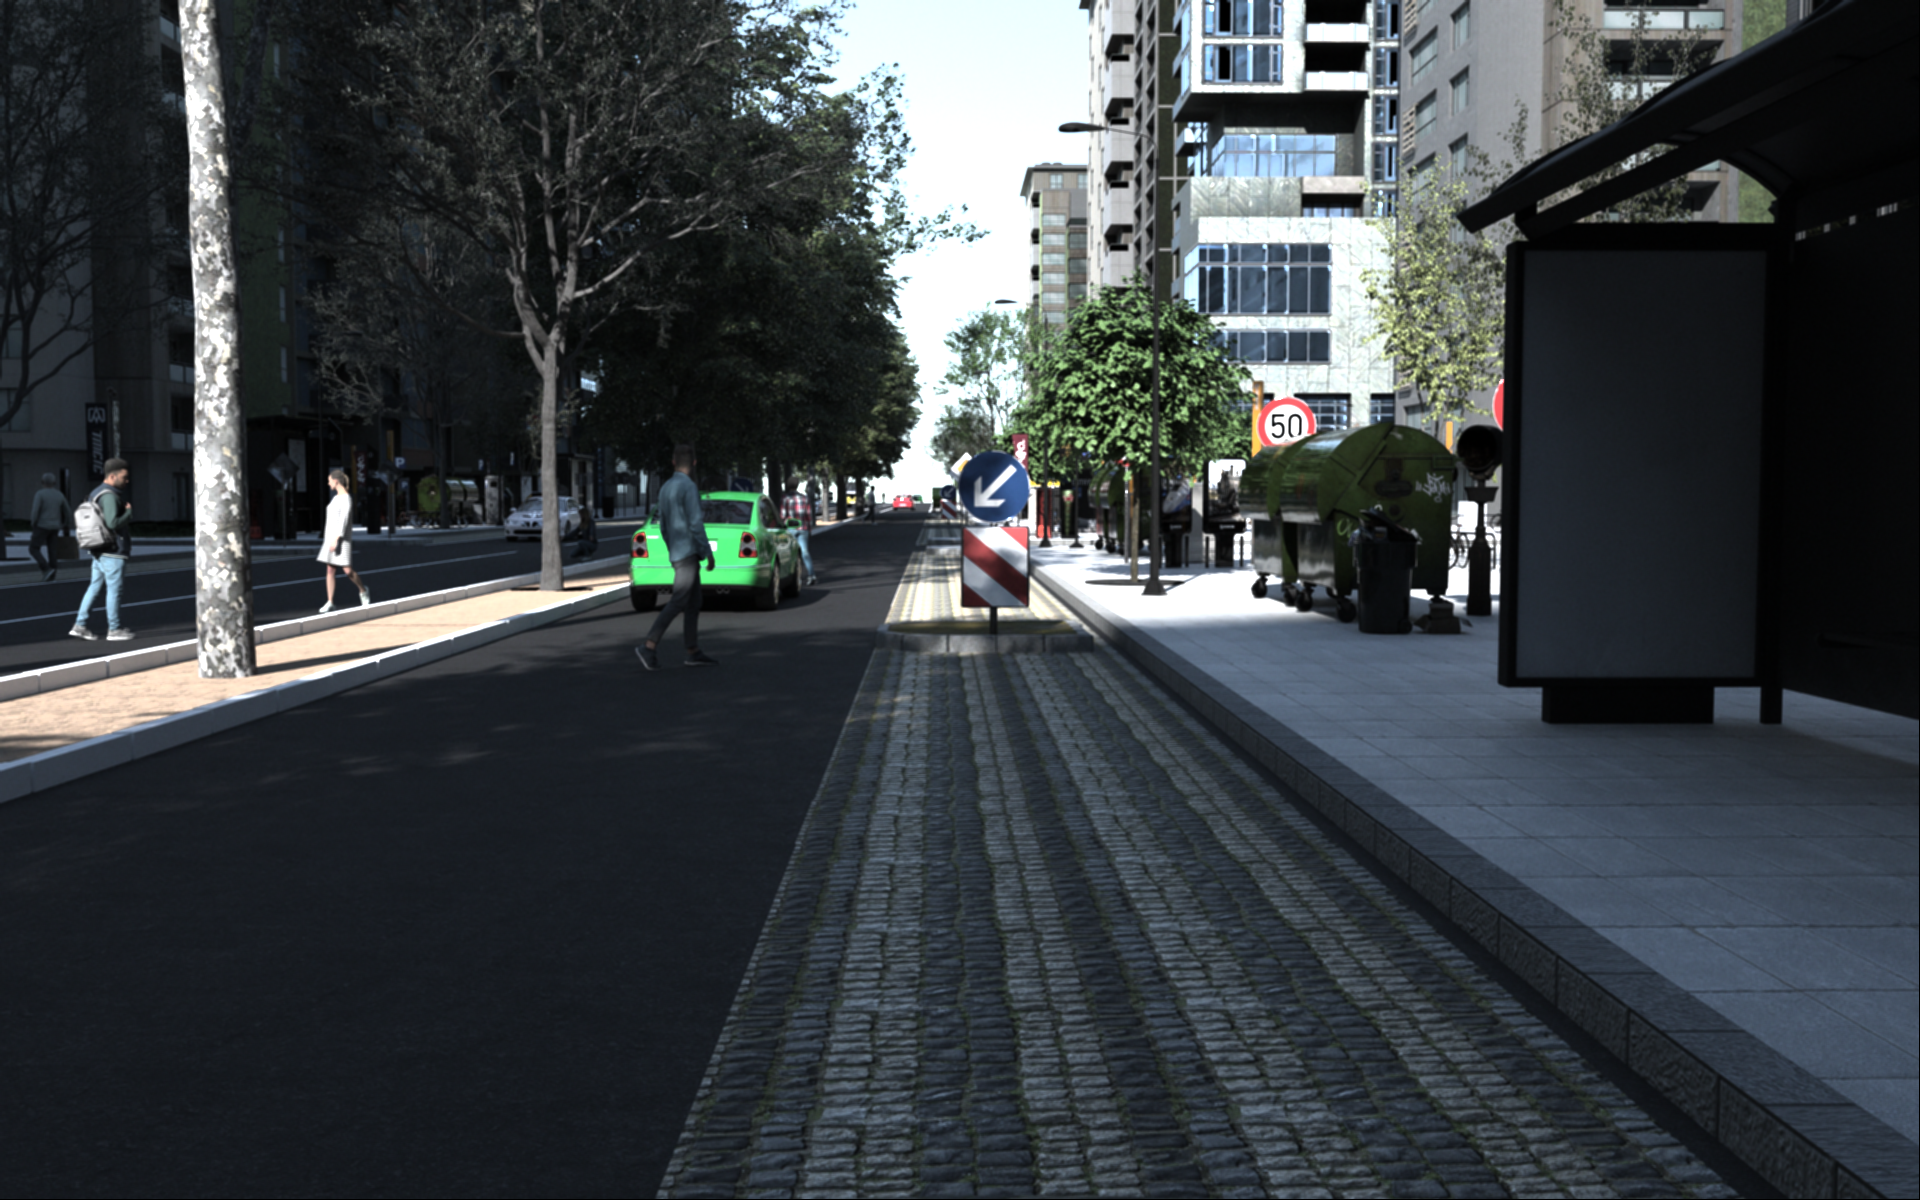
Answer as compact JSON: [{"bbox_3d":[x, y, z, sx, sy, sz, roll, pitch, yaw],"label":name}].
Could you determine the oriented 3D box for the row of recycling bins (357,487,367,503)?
[{"bbox_3d":[-29.273,-4.471,80.209,3.534,1.692,1.069,-1,4,-15],"label":"row of recycling bins"}]

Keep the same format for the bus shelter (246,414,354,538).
[{"bbox_3d":[-20.811,-3.846,54.164,1.731,3.624,6.357,0,4,-1],"label":"bus shelter"}]

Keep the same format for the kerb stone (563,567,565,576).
[{"bbox_3d":[-6.897,-0.436,29.328,0.120,0.150,1.000,0,4,-1],"label":"kerb stone"}]

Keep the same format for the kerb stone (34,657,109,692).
[{"bbox_3d":[-6.673,0.566,12.934,0.120,0.150,1.000,0,4,-1],"label":"kerb stone"}]

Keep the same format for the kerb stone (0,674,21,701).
[{"bbox_3d":[-6.656,0.633,11.911,0.120,0.150,1.000,0,4,-1],"label":"kerb stone"}]

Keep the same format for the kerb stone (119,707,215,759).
[{"bbox_3d":[-4.522,0.759,9.843,0.120,0.150,1.000,0,4,-1],"label":"kerb stone"}]

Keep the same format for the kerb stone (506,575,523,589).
[{"bbox_3d":[-6.850,-0.248,26.253,0.120,0.150,1.000,0,4,-1],"label":"kerb stone"}]

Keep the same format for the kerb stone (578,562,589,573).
[{"bbox_3d":[-6.924,-0.562,31.383,0.120,0.150,1.000,0,4,-1],"label":"kerb stone"}]

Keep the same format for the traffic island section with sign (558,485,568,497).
[{"bbox_3d":[-16.636,-3.869,71.885,1.989,1.847,2.006,0,4,-1],"label":"traffic island section with sign"}]

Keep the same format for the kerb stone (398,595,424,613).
[{"bbox_3d":[-6.779,0.065,21.131,0.120,0.150,1.000,0,4,-1],"label":"kerb stone"}]

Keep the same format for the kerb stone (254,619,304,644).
[{"bbox_3d":[-6.726,0.316,17.033,0.120,0.150,1.000,0,4,-1],"label":"kerb stone"}]

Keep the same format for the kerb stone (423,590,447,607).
[{"bbox_3d":[-6.800,0.003,22.153,0.120,0.150,1.000,0,4,-1],"label":"kerb stone"}]

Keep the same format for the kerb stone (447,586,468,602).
[{"bbox_3d":[-6.810,-0.060,23.178,0.120,0.150,1.000,0,4,-1],"label":"kerb stone"}]

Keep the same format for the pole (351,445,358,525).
[{"bbox_3d":[-25.348,-4.810,72.480,0.158,3.312,0.155,0,3,0],"label":"pole"}]

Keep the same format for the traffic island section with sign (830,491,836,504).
[{"bbox_3d":[-19.204,-15.316,259.047,1.989,1.847,2.006,0,4,-1],"label":"traffic island section with sign"}]

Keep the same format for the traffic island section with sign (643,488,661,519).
[{"bbox_3d":[-17.012,-5.533,99.087,1.989,1.847,2.006,0,4,-1],"label":"traffic island section with sign"}]

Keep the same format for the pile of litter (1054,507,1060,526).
[{"bbox_3d":[4.007,-3.447,70.327,1.176,0.858,1.719,0,4,4],"label":"pile of litter"}]

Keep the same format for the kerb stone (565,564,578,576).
[{"bbox_3d":[-6.912,-0.499,30.358,0.120,0.150,1.000,0,4,-1],"label":"kerb stone"}]

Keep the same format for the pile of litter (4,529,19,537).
[{"bbox_3d":[-28.900,-2.303,51.617,1.719,0.858,1.176,2,4,26],"label":"pile of litter"}]

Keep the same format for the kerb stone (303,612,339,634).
[{"bbox_3d":[-6.735,0.257,18.057,0.120,0.150,1.000,0,4,-1],"label":"kerb stone"}]

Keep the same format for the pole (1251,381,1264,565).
[{"bbox_3d":[5.381,-2.293,31.340,0.158,3.312,0.155,0,3,0],"label":"pole"}]

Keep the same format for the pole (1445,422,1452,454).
[{"bbox_3d":[13.793,-3.370,48.950,0.158,3.312,0.155,0,3,0],"label":"pole"}]

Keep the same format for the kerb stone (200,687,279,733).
[{"bbox_3d":[-4.538,0.693,10.866,0.120,0.150,1.000,0,4,-1],"label":"kerb stone"}]

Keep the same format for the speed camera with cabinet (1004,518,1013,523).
[{"bbox_3d":[2.189,-5.147,78.487,0.660,3.252,2.038,1,4,23],"label":"speed camera with cabinet"}]

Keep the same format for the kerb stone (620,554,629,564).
[{"bbox_3d":[-6.980,-0.812,35.478,0.120,0.150,1.000,0,4,-1],"label":"kerb stone"}]

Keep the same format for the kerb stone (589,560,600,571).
[{"bbox_3d":[-6.935,-0.622,32.406,0.120,0.150,1.000,0,4,-1],"label":"kerb stone"}]

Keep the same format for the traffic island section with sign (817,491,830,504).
[{"bbox_3d":[-18.836,-13.668,232.094,1.989,1.847,2.006,0,4,-1],"label":"traffic island section with sign"}]

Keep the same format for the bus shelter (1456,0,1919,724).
[{"bbox_3d":[3.845,-0.808,7.130,2.014,3.302,5.546,0,4,-1],"label":"bus shelter"}]

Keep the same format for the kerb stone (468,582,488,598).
[{"bbox_3d":[-6.819,-0.123,24.209,0.120,0.150,1.000,0,4,-1],"label":"kerb stone"}]

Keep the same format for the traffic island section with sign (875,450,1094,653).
[{"bbox_3d":[0.195,-0.481,16.498,1.989,1.847,2.006,0,4,-1],"label":"traffic island section with sign"}]

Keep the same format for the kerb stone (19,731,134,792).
[{"bbox_3d":[-4.513,0.824,8.817,0.120,0.150,1.000,0,4,-1],"label":"kerb stone"}]

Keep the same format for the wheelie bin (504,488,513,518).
[{"bbox_3d":[-24.240,-5.182,92.630,0.693,1.594,0.980,0,4,2],"label":"wheelie bin"}]

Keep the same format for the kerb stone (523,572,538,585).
[{"bbox_3d":[-6.866,-0.311,27.279,0.120,0.150,1.000,0,4,-1],"label":"kerb stone"}]

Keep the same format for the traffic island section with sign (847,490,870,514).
[{"bbox_3d":[-7.167,-7.113,124.432,2.006,1.907,1.989,0,4,-1],"label":"traffic island section with sign"}]

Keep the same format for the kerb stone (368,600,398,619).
[{"bbox_3d":[-6.770,0.128,20.103,0.120,0.150,1.000,0,4,-1],"label":"kerb stone"}]

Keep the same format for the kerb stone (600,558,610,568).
[{"bbox_3d":[-6.953,-0.686,33.429,0.120,0.150,1.000,0,4,-1],"label":"kerb stone"}]

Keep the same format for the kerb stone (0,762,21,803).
[{"bbox_3d":[-4.504,0.882,7.795,0.120,0.150,1.000,0,4,-1],"label":"kerb stone"}]

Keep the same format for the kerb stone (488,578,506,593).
[{"bbox_3d":[-6.836,-0.186,25.231,0.120,0.150,1.000,0,4,-1],"label":"kerb stone"}]

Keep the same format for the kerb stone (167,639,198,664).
[{"bbox_3d":[-6.693,0.443,14.978,0.120,0.150,1.000,0,4,-1],"label":"kerb stone"}]

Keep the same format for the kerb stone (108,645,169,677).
[{"bbox_3d":[-6.678,0.506,13.956,0.120,0.150,1.000,0,4,-1],"label":"kerb stone"}]

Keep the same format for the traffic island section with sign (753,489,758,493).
[{"bbox_3d":[-17.690,-8.602,149.273,1.989,1.847,2.006,0,4,-1],"label":"traffic island section with sign"}]

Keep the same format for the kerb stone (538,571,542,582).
[{"bbox_3d":[-6.878,-0.373,28.301,0.120,0.150,1.000,0,4,-1],"label":"kerb stone"}]

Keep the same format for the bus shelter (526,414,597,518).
[{"bbox_3d":[-20.754,-6.865,89.880,2.179,5.291,8.768,0,4,-1],"label":"bus shelter"}]

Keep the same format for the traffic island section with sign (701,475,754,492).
[{"bbox_3d":[-6.032,-2.065,41.894,2.006,1.907,1.989,0,4,-1],"label":"traffic island section with sign"}]

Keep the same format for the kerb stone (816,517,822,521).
[{"bbox_3d":[-7.813,-4.534,96.434,0.120,0.150,1.000,0,4,-1],"label":"kerb stone"}]

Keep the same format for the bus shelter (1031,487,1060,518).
[{"bbox_3d":[4.278,-6.299,80.620,2.179,5.291,8.768,0,4,-1],"label":"bus shelter"}]

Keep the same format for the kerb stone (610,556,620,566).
[{"bbox_3d":[-6.958,-0.749,34.456,0.120,0.150,1.000,0,4,-1],"label":"kerb stone"}]

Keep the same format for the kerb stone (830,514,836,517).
[{"bbox_3d":[-7.989,-5.294,108.760,0.120,0.150,1.000,0,4,-1],"label":"kerb stone"}]

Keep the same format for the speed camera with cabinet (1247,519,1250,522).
[{"bbox_3d":[12.749,-4.990,75.917,0.660,3.252,2.038,0,4,2],"label":"speed camera with cabinet"}]

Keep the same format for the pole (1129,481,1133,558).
[{"bbox_3d":[3.432,-2.503,34.775,0.158,3.312,0.155,0,3,0],"label":"pole"}]

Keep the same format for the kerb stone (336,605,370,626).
[{"bbox_3d":[-6.754,0.191,19.079,0.120,0.150,1.000,0,4,-1],"label":"kerb stone"}]

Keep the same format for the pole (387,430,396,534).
[{"bbox_3d":[-18.208,-3.766,55.416,0.158,3.312,0.155,0,3,0],"label":"pole"}]
